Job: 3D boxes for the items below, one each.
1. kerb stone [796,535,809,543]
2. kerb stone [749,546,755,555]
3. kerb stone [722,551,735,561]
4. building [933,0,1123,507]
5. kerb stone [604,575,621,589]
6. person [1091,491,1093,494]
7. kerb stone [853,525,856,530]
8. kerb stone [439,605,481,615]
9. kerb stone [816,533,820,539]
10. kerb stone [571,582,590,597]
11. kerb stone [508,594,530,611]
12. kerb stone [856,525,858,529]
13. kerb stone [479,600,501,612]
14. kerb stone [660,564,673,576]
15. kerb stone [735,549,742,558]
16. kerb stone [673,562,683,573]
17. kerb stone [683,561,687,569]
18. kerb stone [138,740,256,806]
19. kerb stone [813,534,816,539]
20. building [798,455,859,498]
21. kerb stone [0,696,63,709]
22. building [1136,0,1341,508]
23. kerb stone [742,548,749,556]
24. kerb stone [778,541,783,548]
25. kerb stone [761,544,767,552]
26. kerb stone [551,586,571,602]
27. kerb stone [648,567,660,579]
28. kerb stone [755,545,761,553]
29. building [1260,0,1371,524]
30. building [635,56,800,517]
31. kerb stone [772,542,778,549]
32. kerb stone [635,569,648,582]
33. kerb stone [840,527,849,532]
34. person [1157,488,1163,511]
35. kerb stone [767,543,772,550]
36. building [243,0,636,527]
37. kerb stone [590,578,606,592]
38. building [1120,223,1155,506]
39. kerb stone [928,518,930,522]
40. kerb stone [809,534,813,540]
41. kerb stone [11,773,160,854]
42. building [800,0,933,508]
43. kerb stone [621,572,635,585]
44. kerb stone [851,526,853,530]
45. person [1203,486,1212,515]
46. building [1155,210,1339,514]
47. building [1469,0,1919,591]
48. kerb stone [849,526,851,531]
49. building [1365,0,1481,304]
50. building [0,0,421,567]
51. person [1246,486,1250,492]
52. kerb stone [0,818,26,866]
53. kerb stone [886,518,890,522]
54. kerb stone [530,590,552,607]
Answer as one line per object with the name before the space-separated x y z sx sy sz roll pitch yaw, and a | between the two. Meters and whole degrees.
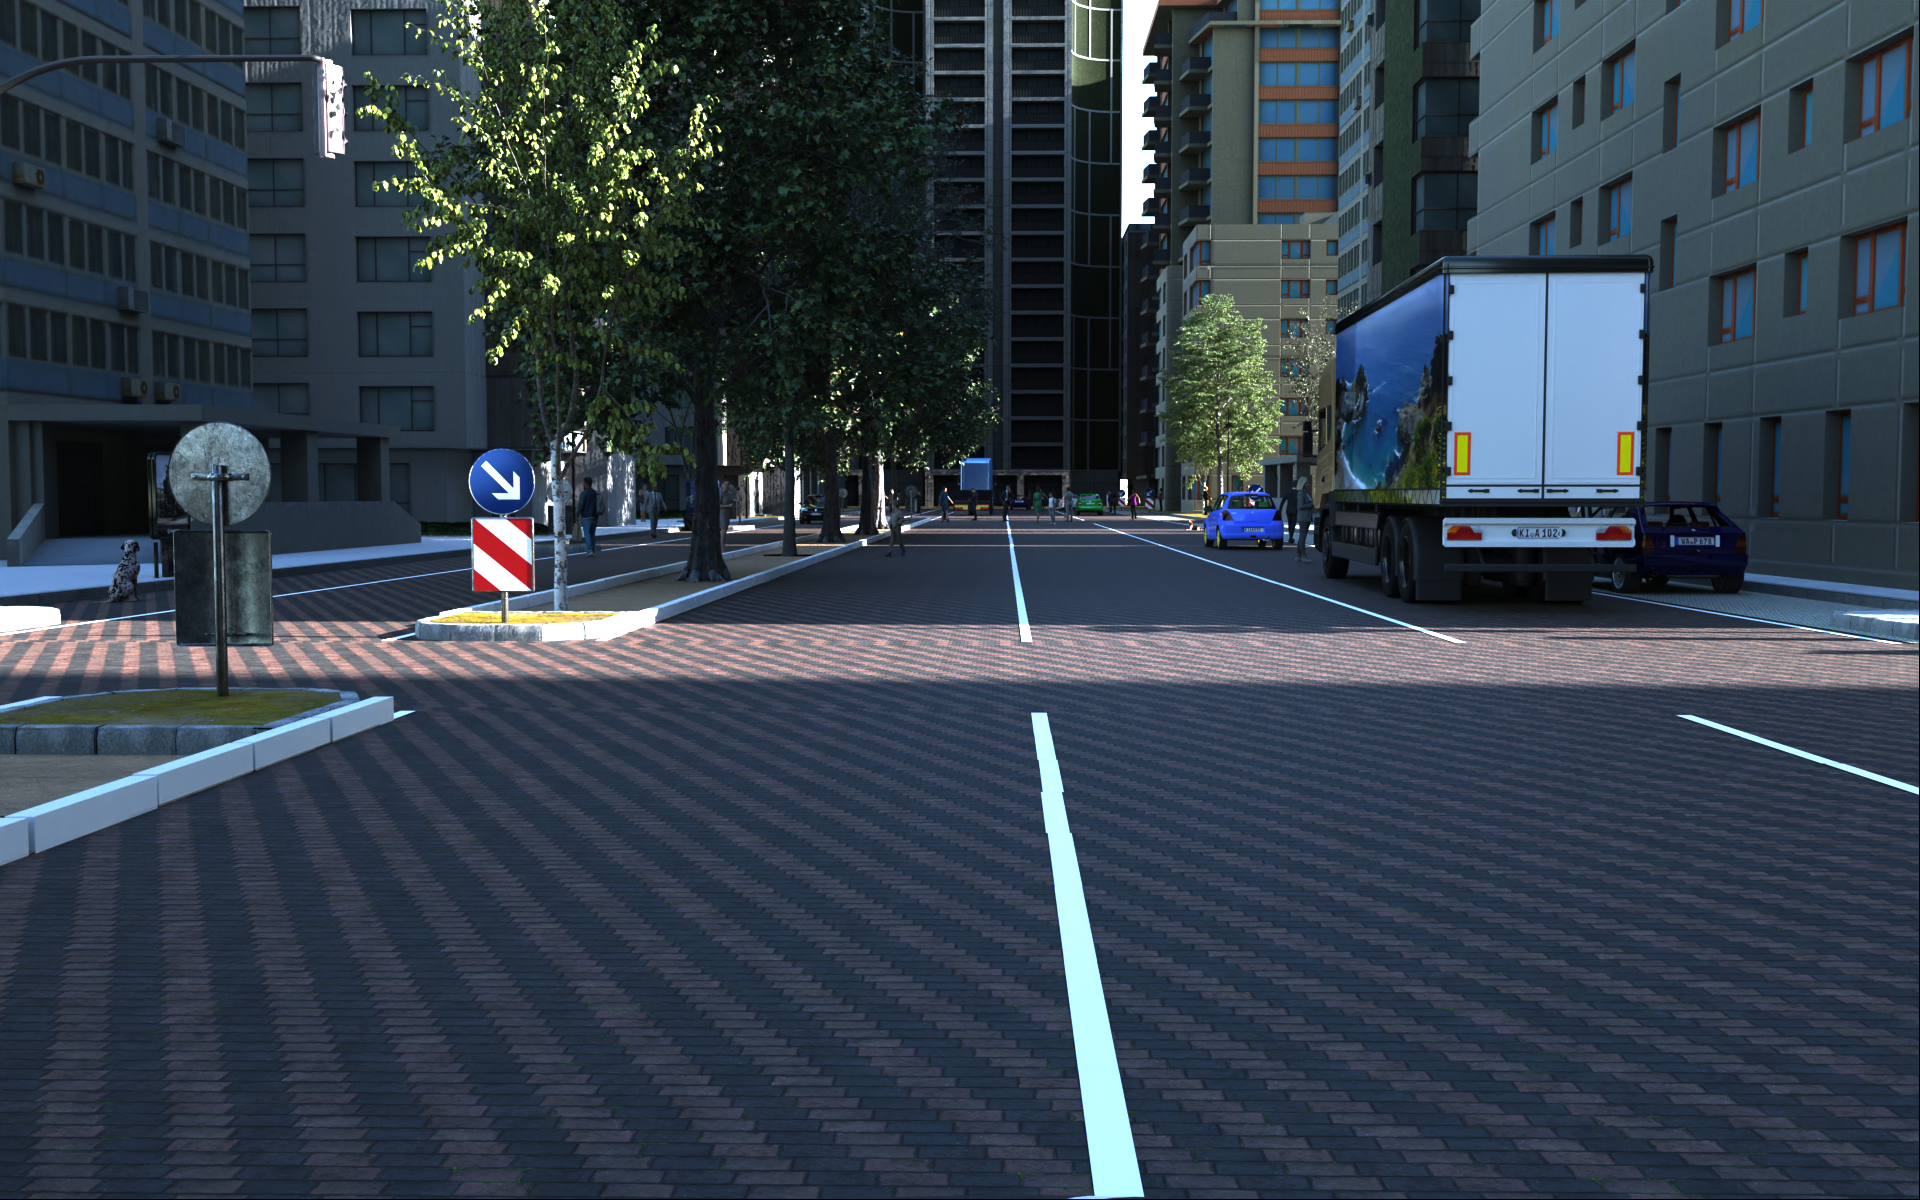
kerb stone | -4.732 -1.824 52.015 0.120 0.150 1.000 0 4 1
kerb stone | -5.015 -1.134 40.742 0.120 0.150 1.000 0 4 1
kerb stone | -5.087 -0.947 37.671 0.120 0.150 1.000 0 4 1
building | 6.992 -45.695 185.364 20.611 71.187 20.563 0 4 1
kerb stone | -5.366 -0.256 26.379 0.120 0.150 1.000 0 4 1
person | 11.978 -9.038 157.052 1.217 1.735 0.721 0 4 6
kerb stone | -4.326 -2.826 68.398 0.120 0.150 1.000 0 4 1
kerb stone | -5.550 0.183 19.208 0.120 0.150 1.000 0 4 1
kerb stone | -4.654 -2.012 55.085 0.120 0.150 1.000 0 4 1
kerb stone | -5.414 -0.127 24.324 0.120 0.150 1.000 0 4 1
kerb stone | -5.505 0.061 21.252 0.120 0.150 1.000 0 4 1
kerb stone | -4.301 -2.888 69.420 0.120 0.150 1.000 0 4 1
kerb stone | -5.522 0.120 20.230 0.120 0.150 1.000 0 4 1
kerb stone | -5.260 -0.507 30.484 0.120 0.150 1.000 0 4 1
kerb stone | -5.054 -1.009 38.694 0.120 0.150 1.000 0 4 1
kerb stone | -5.238 -0.570 31.512 0.120 0.150 1.000 0 4 1
kerb stone | -5.216 -0.632 32.534 0.120 0.150 1.000 0 4 1
kerb stone | -3.716 0.842 8.429 0.120 0.150 1.000 0 4 1
kerb stone | -4.673 -1.943 54.063 0.120 0.150 1.000 0 4 1
building | -24.897 -32.893 157.411 30.456 49.044 23.786 0 4 1
kerb stone | -5.765 0.717 10.499 0.120 0.150 1.000 0 4 1
building | 27.566 -30.515 153.544 22.147 44.769 28.867 0 4 1
kerb stone | -5.034 -1.067 39.716 0.120 0.150 1.000 0 4 1
kerb stone | -4.889 -1.447 45.859 0.120 0.150 1.000 0 4 1
kerb stone | -4.962 -1.259 42.786 0.120 0.150 1.000 0 4 1
kerb stone | -5.447 -0.065 23.300 0.120 0.150 1.000 0 4 1
kerb stone | -5.300 -0.444 29.459 0.120 0.150 1.000 0 4 1
kerb stone | -4.987 -1.197 41.764 0.120 0.150 1.000 0 4 1
building | 30.999 -23.734 79.934 32.217 40.220 23.993 0 4 1
building | -17.160 -20.107 100.444 14.160 30.474 14.107 0 4 1
kerb stone | -4.910 -1.384 44.837 0.120 0.150 1.000 0 4 1
kerb stone | -5.320 -0.382 28.437 0.120 0.150 1.000 0 4 1
kerb stone | -4.396 -2.634 65.326 0.120 0.150 1.000 0 4 1
person | 15.090 -7.584 130.723 0.721 1.739 1.217 0 4 -6
kerb stone | -4.942 -1.322 43.813 0.120 0.150 1.000 0 4 1
building | -20.798 -23.319 64.854 14.154 41.232 14.086 0 4 1
kerb stone | -5.394 -0.186 25.353 0.120 0.150 1.000 0 4 1
building | 24.280 -25.191 183.567 14.107 30.474 14.160 0 4 1
kerb stone | -1.746 -4.007 87.799 0.120 0.150 1.000 0 4 1
kerb stone | -4.698 -1.884 53.037 0.120 0.150 1.000 0 4 1
kerb stone | -3.732 0.907 7.398 0.120 0.150 1.000 0 4 1
building | -13.899 -45.749 186.245 20.611 71.187 20.563 0 4 1
kerb stone | -5.345 -0.318 27.401 0.120 0.150 1.000 0 4 1
kerb stone | -4.350 -2.763 67.376 0.120 0.150 1.000 0 4 1
person | 14.900 -5.979 104.322 0.721 1.766 1.217 -1 4 -13
building | 29.329 -17.146 125.372 27.650 21.520 28.899 0 4 1
building | 27.330 -11.364 30.849 28.899 21.520 27.650 0 4 1
kerb stone | -4.376 -2.701 66.351 0.120 0.150 1.000 0 4 1
building | 19.727 -17.236 53.502 14.160 30.474 14.107 0 4 1
building | -30.546 -21.177 38.130 32.217 40.220 23.993 0 4 1
person | 16.201 -5.533 97.065 0.434 1.755 0.990 1 4 9
kerb stone | -3.764 0.968 6.366 0.120 0.150 1.000 0 4 1
kerb stone | -3.735 -4.267 91.967 0.120 0.150 1.000 0 4 1
kerb stone | -5.467 -0.005 22.277 0.120 0.150 1.000 0 4 1
